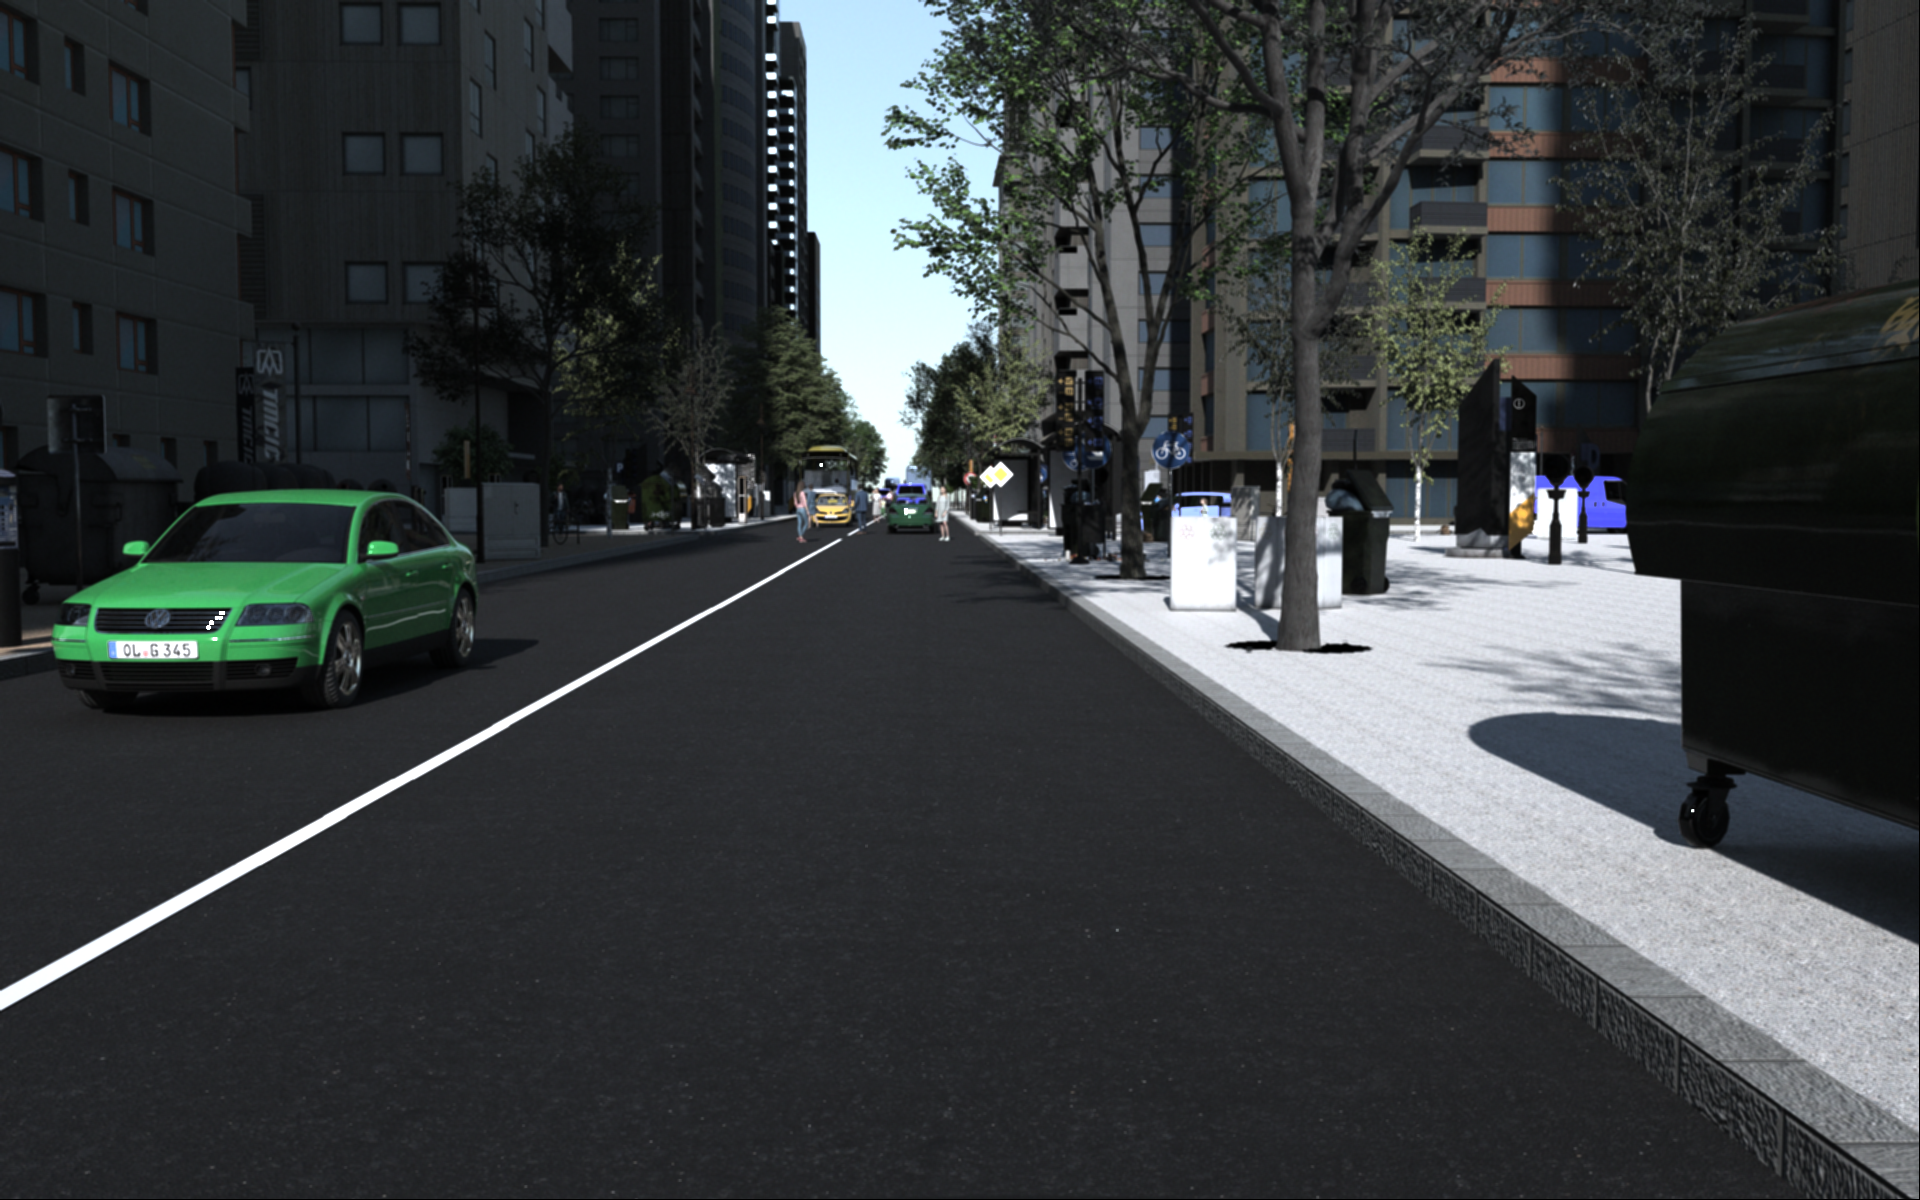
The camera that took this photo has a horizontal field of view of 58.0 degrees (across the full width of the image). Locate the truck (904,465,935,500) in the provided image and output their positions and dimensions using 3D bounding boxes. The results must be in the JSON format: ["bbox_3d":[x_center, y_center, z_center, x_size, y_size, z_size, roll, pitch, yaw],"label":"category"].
[{"bbox_3d":[-3.870,-10.203,156.583,2.967,4.110,18.799,0,3,0],"label":"truck"}]

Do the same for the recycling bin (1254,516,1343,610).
[{"bbox_3d":[3.810,-0.425,19.496,0.722,1.027,0.722,-3,5,-39],"label":"recycling bin"}]

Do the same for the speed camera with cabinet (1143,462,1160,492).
[{"bbox_3d":[7.423,-4.445,67.011,0.660,3.252,2.038,0,4,8],"label":"speed camera with cabinet"}]

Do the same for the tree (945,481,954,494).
[{"bbox_3d":[-1.094,-11.418,181.282,1.663,3.219,1.824,0,3,0],"label":"tree"}]

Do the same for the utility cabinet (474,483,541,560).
[{"bbox_3d":[-8.755,-1.527,33.641,1.173,1.500,0.318,-3,5,-40],"label":"utility cabinet"}]

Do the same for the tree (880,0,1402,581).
[{"bbox_3d":[2.664,-6.128,25.948,9.928,11.665,9.643,0,3,0],"label":"tree"}]

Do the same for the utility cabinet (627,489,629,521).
[{"bbox_3d":[-16.149,-4.444,81.338,1.173,1.500,0.318,-1,4,-22],"label":"utility cabinet"}]

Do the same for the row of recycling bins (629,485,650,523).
[{"bbox_3d":[-14.399,-4.342,78.096,1.069,1.692,3.534,0,4,-7],"label":"row of recycling bins"}]

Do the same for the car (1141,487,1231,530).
[{"bbox_3d":[7.672,-2.993,58.530,3.694,1.707,1.945,0,4,-2],"label":"car"}]

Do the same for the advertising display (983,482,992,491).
[{"bbox_3d":[1.718,-5.473,94.693,0.974,1.923,0.123,0,4,-8],"label":"advertising display"}]

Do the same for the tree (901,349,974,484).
[{"bbox_3d":[-0.506,-22.444,222.846,12.611,20.169,13.585,0,3,0],"label":"tree"}]

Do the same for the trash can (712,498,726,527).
[{"bbox_3d":[-9.413,-3.392,67.108,0.748,1.137,0.748,0,3,0],"label":"trash can"}]

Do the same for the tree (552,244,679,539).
[{"bbox_3d":[-10.101,-6.087,49.891,4.737,8.622,4.395,0,3,0],"label":"tree"}]

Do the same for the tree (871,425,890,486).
[{"bbox_3d":[-14.369,-21.262,265.758,7.486,12.596,7.792,0,3,0],"label":"tree"}]

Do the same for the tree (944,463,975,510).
[{"bbox_3d":[0.259,-9.537,139.649,4.285,4.588,4.351,0,3,0],"label":"tree"}]

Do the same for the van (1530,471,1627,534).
[{"bbox_3d":[20.548,-3.265,57.761,5.245,2.365,2.240,0,4,-2],"label":"van"}]

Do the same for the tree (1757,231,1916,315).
[{"bbox_3d":[26.417,-6.145,50.830,4.360,8.622,3.978,0,3,0],"label":"tree"}]

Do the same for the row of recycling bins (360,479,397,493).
[{"bbox_3d":[-17.095,-2.446,47.106,3.534,1.692,1.069,0,4,-5],"label":"row of recycling bins"}]

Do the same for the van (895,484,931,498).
[{"bbox_3d":[-2.924,-6.246,106.502,2.240,2.365,5.245,0,4,0],"label":"van"}]

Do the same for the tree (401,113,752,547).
[{"bbox_3d":[-9.824,-6.574,41.900,7.601,10.594,8.767,-1,4,-19],"label":"tree"}]

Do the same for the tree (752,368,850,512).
[{"bbox_3d":[-11.631,-11.442,121.481,8.767,10.594,7.601,-3,4,-36],"label":"tree"}]

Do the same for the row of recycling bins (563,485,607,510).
[{"bbox_3d":[-17.183,-4.389,78.869,3.534,1.692,1.069,2,4,35],"label":"row of recycling bins"}]

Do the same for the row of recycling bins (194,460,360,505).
[{"bbox_3d":[-9.000,-0.955,22.734,1.069,1.692,3.534,0,4,-2],"label":"row of recycling bins"}]

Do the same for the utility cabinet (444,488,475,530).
[{"bbox_3d":[-17.463,-3.173,60.563,0.318,1.500,1.173,3,4,37],"label":"utility cabinet"}]

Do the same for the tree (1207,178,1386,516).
[{"bbox_3d":[7.883,-5.562,41.302,4.360,8.622,3.978,0,3,0],"label":"tree"}]

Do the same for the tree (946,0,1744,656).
[{"bbox_3d":[2.904,-6.325,13.785,12.009,13.543,11.850,0,3,0],"label":"tree"}]

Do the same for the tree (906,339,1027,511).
[{"bbox_3d":[0.745,-12.913,128.129,9.611,12.733,9.660,0,3,0],"label":"tree"}]

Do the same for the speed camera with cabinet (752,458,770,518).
[{"bbox_3d":[-10.854,-6.124,94.458,0.660,3.252,2.038,-1,4,-20],"label":"speed camera with cabinet"}]

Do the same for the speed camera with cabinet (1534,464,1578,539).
[{"bbox_3d":[16.739,-3.396,49.862,0.660,3.252,2.038,-3,4,-38],"label":"speed camera with cabinet"}]

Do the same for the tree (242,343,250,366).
[{"bbox_3d":[-29.635,-7.205,68.160,4.737,8.622,4.395,0,3,0],"label":"tree"}]

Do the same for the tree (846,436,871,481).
[{"bbox_3d":[-13.153,-16.065,213.029,4.737,8.622,4.395,0,3,0],"label":"tree"}]

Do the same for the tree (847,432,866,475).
[{"bbox_3d":[-12.938,-15.595,205.345,4.360,8.622,3.978,0,3,0],"label":"tree"}]

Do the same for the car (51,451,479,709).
[{"bbox_3d":[-4.971,-0.255,12.961,1.959,1.807,4.718,0,4,0],"label":"car"}]

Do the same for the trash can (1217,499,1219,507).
[{"bbox_3d":[15.516,-5.884,107.850,0.748,1.137,0.748,0,3,0],"label":"trash can"}]

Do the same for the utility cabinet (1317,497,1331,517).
[{"bbox_3d":[22.705,-5.974,108.839,1.020,1.237,0.306,0,4,5],"label":"utility cabinet"}]

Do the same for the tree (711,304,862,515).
[{"bbox_3d":[-10.933,-11.367,103.975,7.486,12.596,7.792,0,3,0],"label":"tree"}]

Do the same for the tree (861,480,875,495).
[{"bbox_3d":[-14.936,-17.794,285.528,1.663,3.219,1.824,0,3,0],"label":"tree"}]

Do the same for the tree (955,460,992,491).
[{"bbox_3d":[1.099,-6.233,96.507,1.663,3.219,1.824,0,3,0],"label":"tree"}]

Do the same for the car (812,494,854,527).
[{"bbox_3d":[-5.622,-4.039,76.267,2.015,1.641,3.980,0,4,-2],"label":"car"}]

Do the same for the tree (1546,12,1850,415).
[{"bbox_3d":[11.072,-4.659,26.545,4.360,8.622,3.978,0,3,0],"label":"tree"}]

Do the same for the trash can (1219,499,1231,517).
[{"bbox_3d":[15.015,-5.157,95.972,0.748,1.137,0.748,0,3,0],"label":"trash can"}]

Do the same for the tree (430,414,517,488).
[{"bbox_3d":[-19.971,-5.348,71.159,4.285,4.588,4.351,0,3,0],"label":"tree"}]

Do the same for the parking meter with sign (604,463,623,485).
[{"bbox_3d":[-19.608,-6.177,97.261,1.738,3.016,0.543,3,5,42],"label":"parking meter with sign"}]

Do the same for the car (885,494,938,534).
[{"bbox_3d":[-1.743,-3.196,64.045,2.131,1.459,4.920,0,4,0],"label":"car"}]

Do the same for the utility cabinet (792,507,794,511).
[{"bbox_3d":[-12.131,-7.350,128.858,0.318,1.500,1.173,1,4,23],"label":"utility cabinet"}]

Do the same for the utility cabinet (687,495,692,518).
[{"bbox_3d":[-14.091,-4.981,92.607,1.020,1.237,0.306,-1,4,-18],"label":"utility cabinet"}]

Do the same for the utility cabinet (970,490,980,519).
[{"bbox_3d":[0.895,-4.879,88.453,0.318,1.500,1.173,-2,4,-28],"label":"utility cabinet"}]

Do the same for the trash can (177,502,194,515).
[{"bbox_3d":[-14.254,-1.263,32.299,0.748,1.137,0.748,0,3,0],"label":"trash can"}]

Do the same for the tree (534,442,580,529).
[{"bbox_3d":[-14.921,-4.261,64.262,1.663,3.219,1.824,0,3,0],"label":"tree"}]

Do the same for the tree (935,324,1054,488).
[{"bbox_3d":[2.038,-7.611,74.810,4.737,8.622,4.395,0,3,0],"label":"tree"}]

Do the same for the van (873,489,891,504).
[{"bbox_3d":[-8.752,-11.799,197.298,2.240,2.365,5.245,0,4,-1],"label":"van"}]

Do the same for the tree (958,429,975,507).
[{"bbox_3d":[0.499,-13.367,168.909,4.360,8.622,3.978,0,3,0],"label":"tree"}]

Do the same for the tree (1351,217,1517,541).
[{"bbox_3d":[12.731,-5.915,47.075,4.737,8.622,4.395,0,3,0],"label":"tree"}]

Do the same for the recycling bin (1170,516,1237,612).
[{"bbox_3d":[2.713,-0.410,19.266,0.722,1.027,0.722,1,4,9],"label":"recycling bin"}]

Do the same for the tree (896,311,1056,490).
[{"bbox_3d":[0.946,-9.444,88.830,8.767,10.594,7.601,-1,4,-11],"label":"tree"}]

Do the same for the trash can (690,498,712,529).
[{"bbox_3d":[-9.662,-3.216,64.227,0.748,1.137,0.748,0,3,0],"label":"trash can"}]

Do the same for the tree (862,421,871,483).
[{"bbox_3d":[-11.693,-13.080,131.992,7.486,12.596,7.792,0,3,0],"label":"tree"}]

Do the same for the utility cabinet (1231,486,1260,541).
[{"bbox_3d":[7.817,-2.378,47.554,0.318,1.500,1.173,-1,4,-18],"label":"utility cabinet"}]

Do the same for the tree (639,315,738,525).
[{"bbox_3d":[-10.862,-7.342,70.406,4.360,8.622,3.978,0,3,0],"label":"tree"}]
